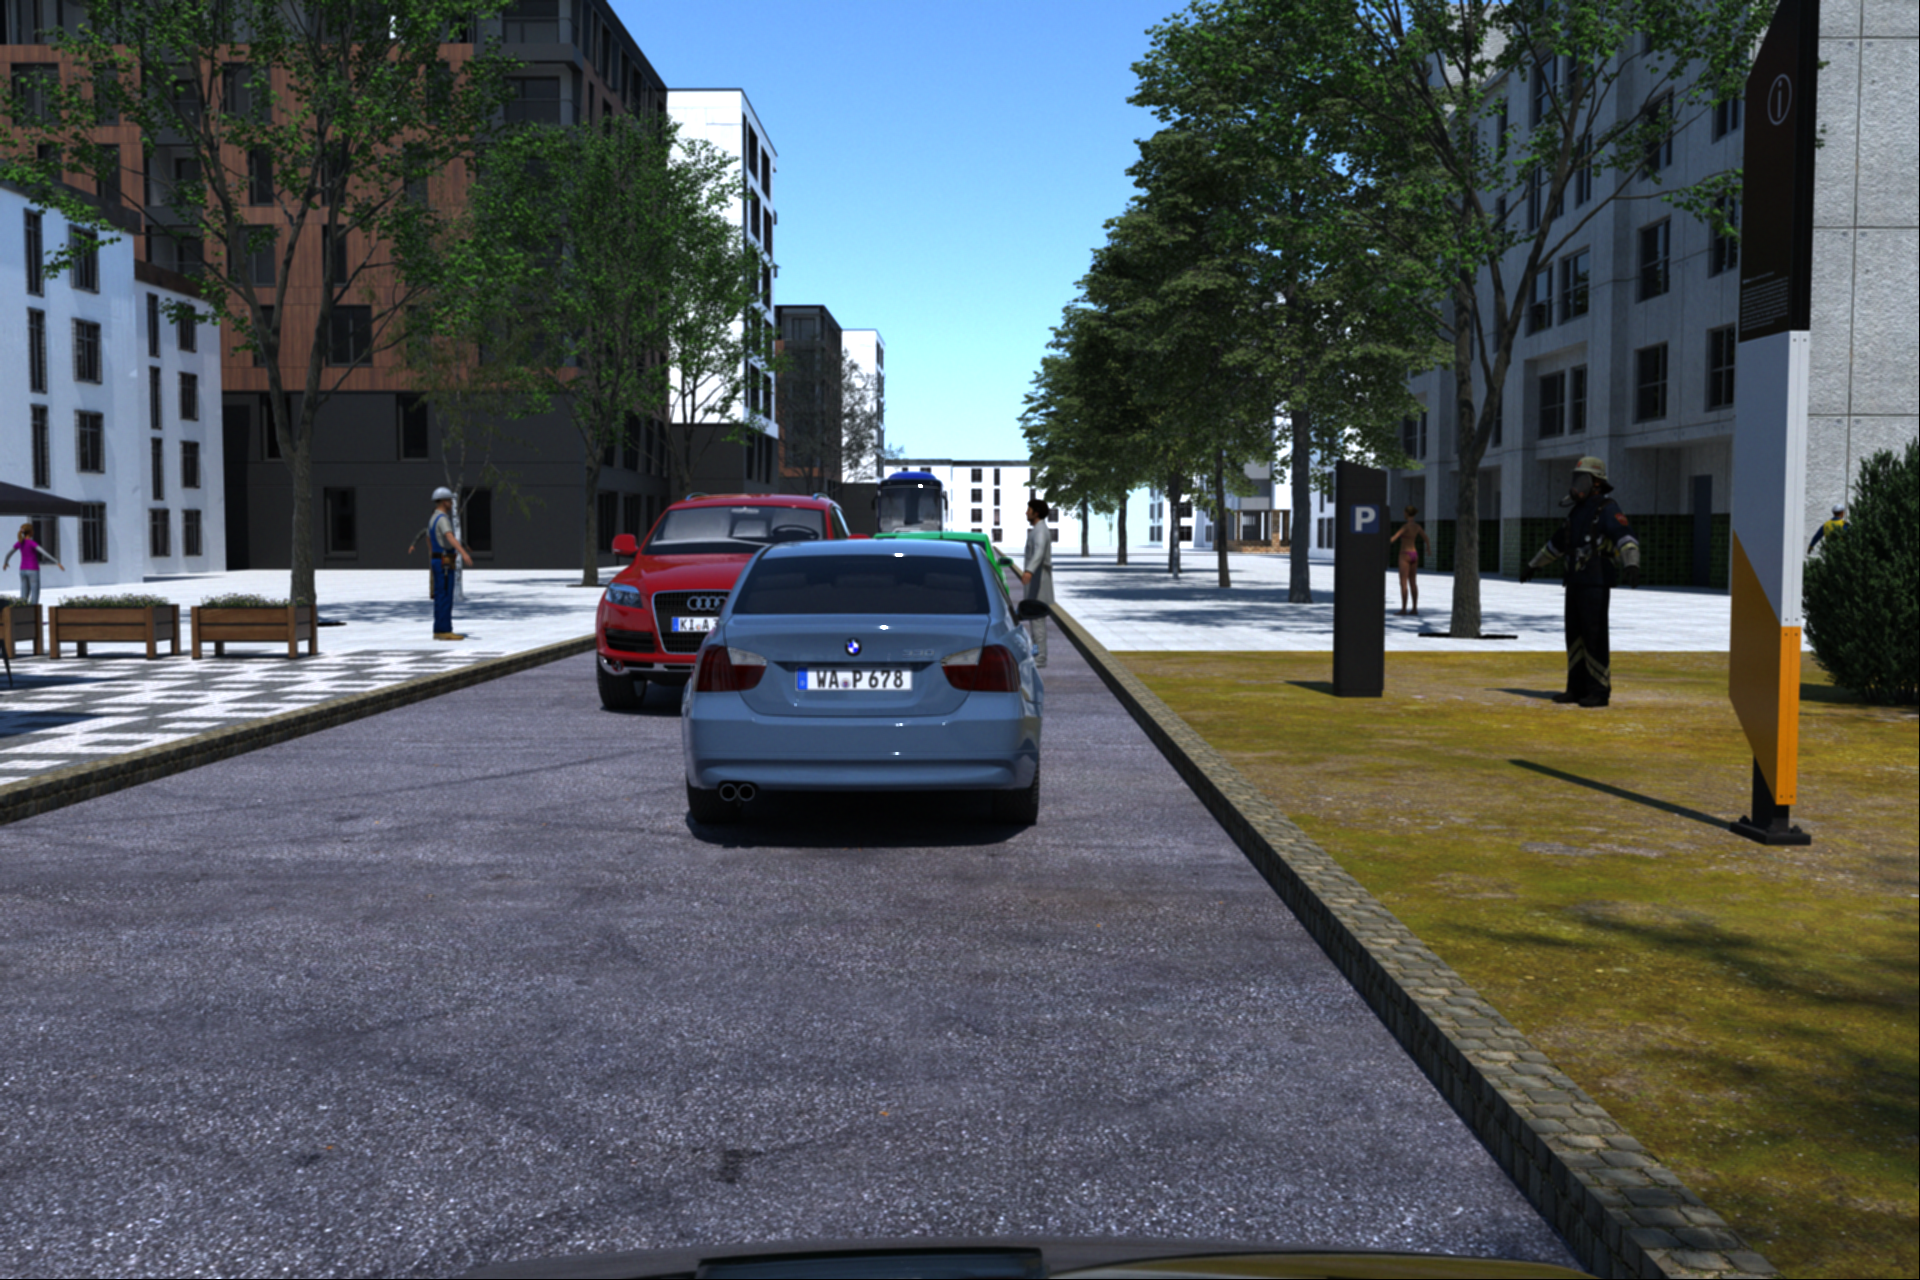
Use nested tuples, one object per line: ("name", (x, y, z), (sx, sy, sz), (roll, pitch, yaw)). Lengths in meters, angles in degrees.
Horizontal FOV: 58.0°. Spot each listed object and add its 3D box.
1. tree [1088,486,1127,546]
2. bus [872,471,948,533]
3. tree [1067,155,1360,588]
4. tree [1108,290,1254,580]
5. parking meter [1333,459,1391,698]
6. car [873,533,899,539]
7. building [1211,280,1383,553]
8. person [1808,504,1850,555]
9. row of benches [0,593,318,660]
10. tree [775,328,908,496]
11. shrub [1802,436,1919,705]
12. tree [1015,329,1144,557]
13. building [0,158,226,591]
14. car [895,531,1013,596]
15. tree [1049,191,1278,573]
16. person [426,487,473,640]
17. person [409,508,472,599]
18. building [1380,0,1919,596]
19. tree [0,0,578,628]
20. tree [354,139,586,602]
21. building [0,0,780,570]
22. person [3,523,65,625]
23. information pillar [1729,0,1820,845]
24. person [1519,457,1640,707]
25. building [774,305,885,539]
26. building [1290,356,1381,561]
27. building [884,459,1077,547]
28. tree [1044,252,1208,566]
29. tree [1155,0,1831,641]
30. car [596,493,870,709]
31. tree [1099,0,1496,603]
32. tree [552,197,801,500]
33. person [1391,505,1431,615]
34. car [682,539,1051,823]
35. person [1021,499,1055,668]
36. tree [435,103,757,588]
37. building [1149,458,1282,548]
("tree", (16.940, -14.757, 191.646), (4.360, 8.622, 3.978), (0, 3, 0))
("bus", (-1.851, -4.900, 71.663), (2.896, 3.916, 12.251), (0, 4, 0))
("tree", (6.027, -6.541, 41.365), (7.601, 10.594, 8.767), (0, 4, 5))
("tree", (6.031, -5.967, 47.923), (4.737, 8.622, 4.395), (0, 3, 0))
("parking meter", (3.168, -0.486, 13.654), (0.399, 1.863, 0.255), (0, 3, 0))
("car", (-1.540, -2.128, 43.589), (1.959, 1.807, 4.718), (0, 4, 1))
("building", (24.140, -16.720, 129.792), (16.016, 20.090, 11.380), (0, 4, 1))
("person", (15.998, -1.565, 31.549), (0.705, 1.833, 1.349), (-2, 4, -27))
("row of benches", (-8.823, -0.150, 17.923), (4.104, 0.672, 1.422), (0, 4, 0))
("tree", (-8.719, -11.831, 103.812), (12.009, 13.543, 11.850), (0, 3, 0))
("shrub", (7.192, -0.535, 13.173), (1.690, 2.028, 1.600), (0, 3, 0))
("tree", (6.754, -10.774, 94.280), (7.486, 12.596, 7.792), (0, 3, 0))
("building", (-25.897, -6.311, 45.339), (9.099, 9.664, 28.070), (0, 3, 0))
("car", (-0.230, -0.933, 24.054), (1.959, 1.807, 4.718), (0, 4, 1))
("tree", (6.622, -8.456, 56.375), (7.486, 12.596, 7.792), (0, 3, 0))
("person", (-6.235, -0.926, 21.004), (0.705, 1.847, 1.347), (-2, 4, -34))
("person", (-10.270, -1.704, 34.139), (0.705, 1.796, 1.348), (3, 5, 44))
("building", (24.487, -11.276, 50.826), (16.747, 18.905, 31.486), (0, 4, 0))
("tree", (-9.153, -5.984, 23.602), (9.928, 11.665, 9.643), (0, 3, 0))
("tree", (-9.630, -5.043, 32.819), (4.360, 8.622, 3.978), (0, 3, 0))
("building", (-23.953, -14.300, 77.781), (27.936, 21.610, 32.646), (0, 4, 1))
("person", (-13.084, -0.928, 24.435), (0.991, 1.433, 0.599), (1, 4, 13))
("information pillar", (3.412, -0.974, 7.272), (0.183, 3.616, 0.504), (0, 3, 0))
("person", (4.685, -0.441, 12.982), (0.705, 1.856, 1.354), (-1, 4, -16))
("building", (-22.326, -20.007, 171.087), (27.936, 21.610, 32.646), (0, 4, 1))
("building", (22.364, -8.500, 81.118), (9.099, 9.664, 28.070), (0, 4, 1))
("building", (-0.784, -15.279, 194.423), (28.070, 9.664, 9.099), (0, 4, 4))
("tree", (6.939, -9.277, 69.813), (7.486, 12.596, 7.792), (0, 3, 0))
("tree", (6.427, -5.832, 21.112), (9.928, 11.665, 9.643), (0, 3, 0))
("car", (-1.899, -0.439, 15.858), (2.281, 1.827, 5.304), (0, 4, 1))
("tree", (6.009, -6.942, 31.625), (7.486, 12.596, 7.792), (0, 3, 0))
("tree", (-8.500, -7.782, 52.986), (9.928, 11.665, 9.643), (0, 3, 0))
("person", (7.057, -1.264, 27.468), (1.217, 1.733, 0.721), (-2, 4, -34))
("car", (-0.465, 0.131, 9.868), (2.014, 1.417, 4.499), (0, 4, 0))
("person", (0.806, -0.614, 18.679), (0.705, 1.806, 1.347), (0, 4, 4))
("tree", (-8.801, -7.093, 41.731), (9.928, 11.665, 9.643), (0, 3, 0))
("building", (23.581, -13.490, 162.712), (9.099, 9.664, 28.070), (0, 4, 0))
